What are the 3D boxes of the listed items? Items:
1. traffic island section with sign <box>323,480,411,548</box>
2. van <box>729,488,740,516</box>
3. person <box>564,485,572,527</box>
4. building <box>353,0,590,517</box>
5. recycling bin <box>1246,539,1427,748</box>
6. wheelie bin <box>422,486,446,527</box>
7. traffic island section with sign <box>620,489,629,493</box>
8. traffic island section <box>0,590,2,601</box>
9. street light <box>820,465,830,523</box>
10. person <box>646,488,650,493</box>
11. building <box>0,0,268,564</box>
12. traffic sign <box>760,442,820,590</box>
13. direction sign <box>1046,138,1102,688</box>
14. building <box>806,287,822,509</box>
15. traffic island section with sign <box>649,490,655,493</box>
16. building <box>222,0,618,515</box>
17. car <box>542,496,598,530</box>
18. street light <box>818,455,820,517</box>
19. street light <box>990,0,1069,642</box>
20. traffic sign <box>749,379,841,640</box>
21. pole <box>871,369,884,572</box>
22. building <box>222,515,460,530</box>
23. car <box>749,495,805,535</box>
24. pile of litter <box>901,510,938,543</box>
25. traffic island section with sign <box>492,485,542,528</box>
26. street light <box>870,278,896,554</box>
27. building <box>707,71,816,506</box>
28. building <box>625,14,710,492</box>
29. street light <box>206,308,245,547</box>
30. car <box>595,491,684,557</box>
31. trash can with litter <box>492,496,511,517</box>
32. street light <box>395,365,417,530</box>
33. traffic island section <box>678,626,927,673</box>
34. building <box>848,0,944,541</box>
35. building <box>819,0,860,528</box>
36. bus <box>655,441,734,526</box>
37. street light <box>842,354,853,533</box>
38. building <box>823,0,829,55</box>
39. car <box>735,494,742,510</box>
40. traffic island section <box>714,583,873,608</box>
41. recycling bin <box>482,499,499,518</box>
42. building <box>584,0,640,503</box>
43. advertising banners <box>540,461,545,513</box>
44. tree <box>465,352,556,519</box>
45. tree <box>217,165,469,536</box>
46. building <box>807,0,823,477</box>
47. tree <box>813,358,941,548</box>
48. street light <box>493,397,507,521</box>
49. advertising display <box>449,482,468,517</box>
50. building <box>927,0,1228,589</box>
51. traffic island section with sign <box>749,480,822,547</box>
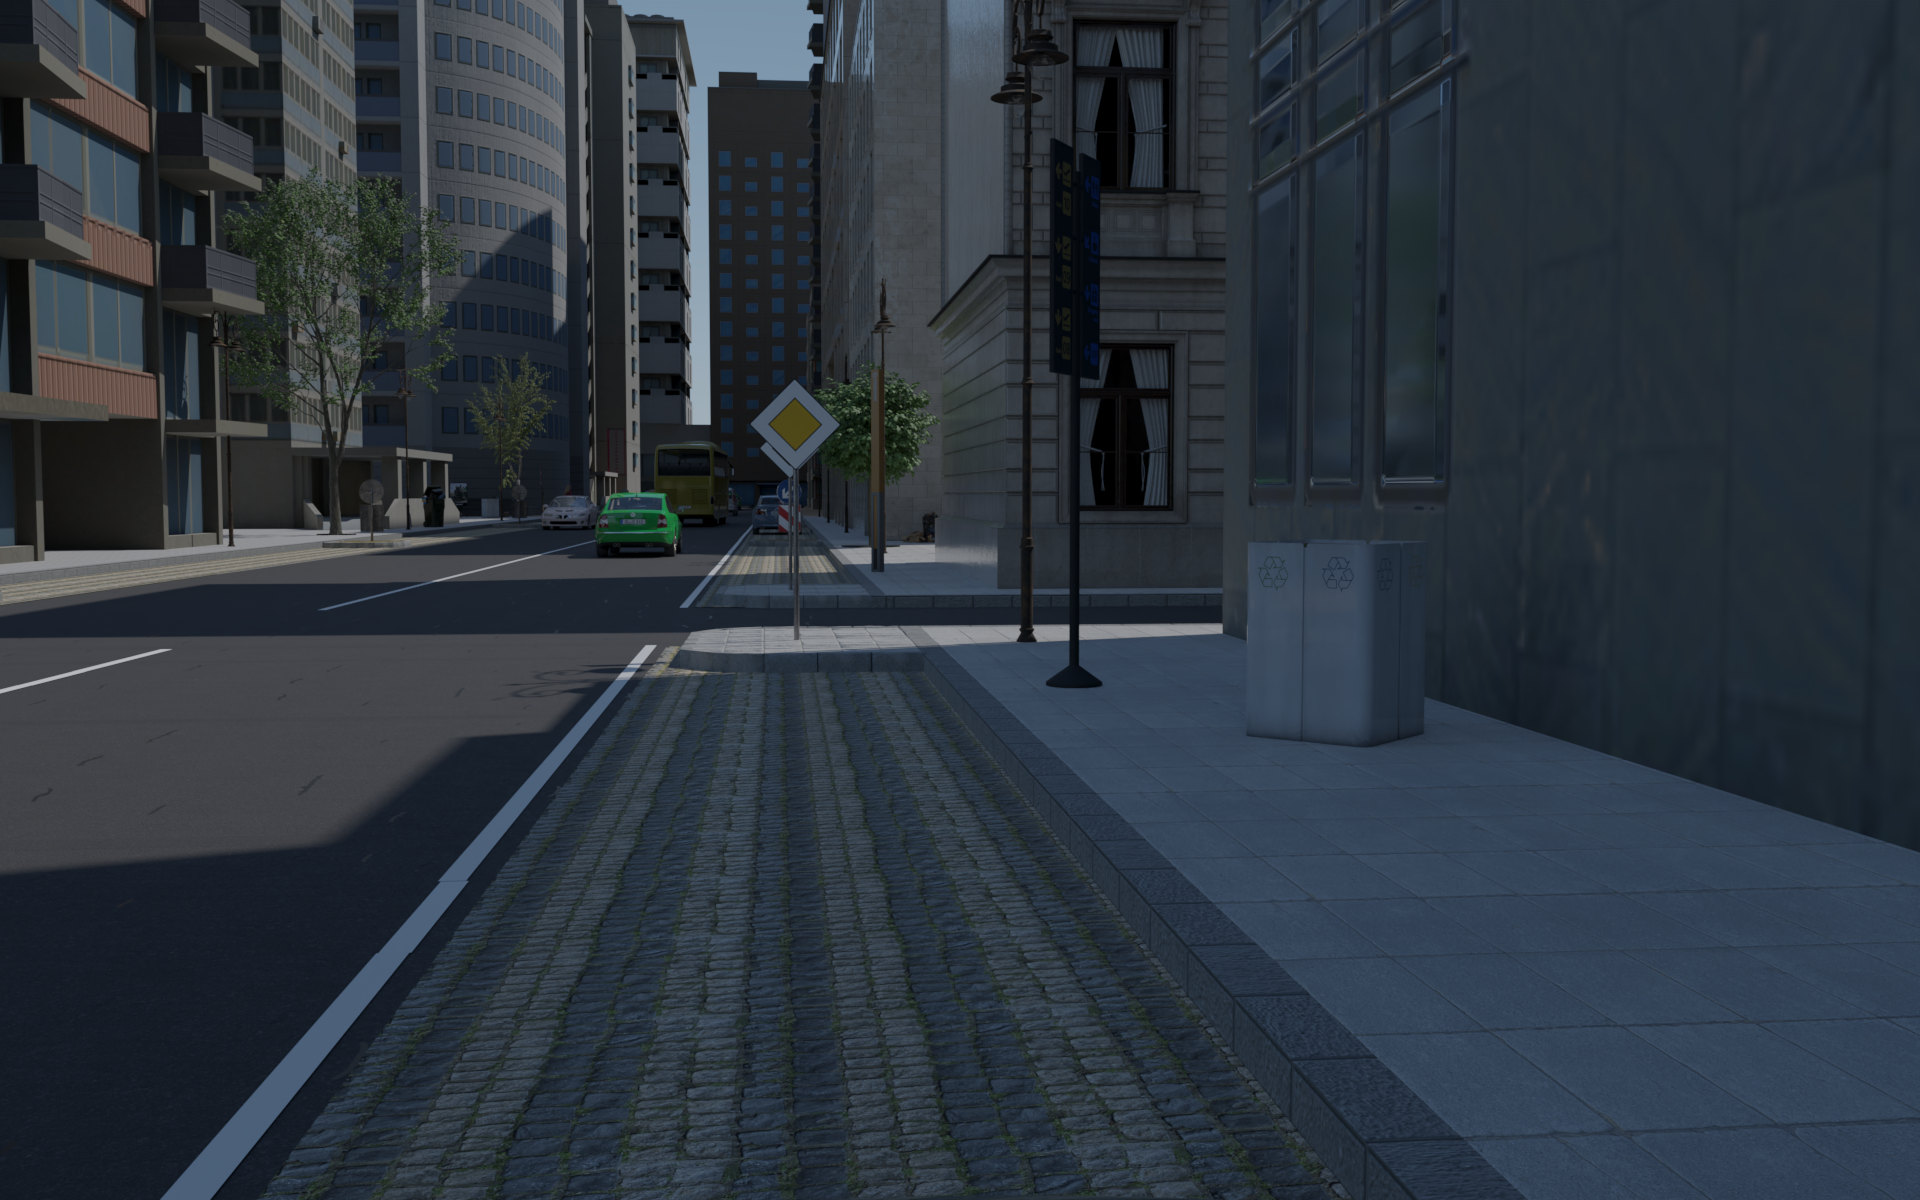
[{"bbox_3d":[-15.864,-2.317,46.511,1.989,1.847,2.006,0,4,-6],"label":"traffic island section with sign"},{"bbox_3d":[-15.533,-6.559,114.257,2.013,2.044,4.112,0,4,-5],"label":"van"},{"bbox_3d":[-17.285,-4.157,76.438,0.573,1.828,0.580,-2,4,-34],"label":"person"},{"bbox_3d":[-35.697,-34.639,108.344,21.231,58.520,28.212,0,4,-6],"label":"building"},{"bbox_3d":[2.003,0.204,9.213,0.722,1.027,0.722,3,5,39],"label":"recycling bin"},{"bbox_3d":[-20.269,-3.605,66.853,0.693,1.594,0.980,2,4,34],"label":"wheelie bin"},{"bbox_3d":[-23.938,-7.046,123.830,1.989,1.847,2.006,0,4,-6],"label":"traffic island section with sign"},{"bbox_3d":[-13.625,0.017,22.007,2.009,0.180,2.903,0,4,-6],"label":"traffic island section"},{"bbox_3d":[-5.862,-6.374,77.009,0.468,5.910,1.993,0,4,-6],"label":"street light"},{"bbox_3d":[-20.790,-6.533,115.189,0.709,1.838,0.599,0,4,-4],"label":"person"},{"bbox_3d":[-27.423,-23.166,33.383,22.147,44.769,28.867,0,4,-6],"label":"building"},{"bbox_3d":[-2.268,-1.190,23.107,0.795,2.450,0.064,0,4,-6],"label":"traffic sign"},{"bbox_3d":[0.765,-1.193,11.507,0.379,3.537,0.876,2,4,24],"label":"direction sign"},{"bbox_3d":[-0.106,-19.293,160.484,27.650,21.520,28.899,0,4,-6],"label":"building"},{"bbox_3d":[-26.735,-8.686,150.640,1.989,1.847,2.006,0,4,-6],"label":"traffic island section with sign"},{"bbox_3d":[-43.782,-27.110,135.123,32.217,40.220,23.993,0,4,-6],"label":"building"},{"bbox_3d":[-15.879,-3.568,70.696,2.083,1.381,4.827,0,4,-5],"label":"car"},{"bbox_3d":[-7.875,-7.591,96.897,0.468,5.910,1.993,0,4,-6],"label":"street light"},{"bbox_3d":[0.580,-2.574,14.876,0.468,5.910,1.993,0,4,-6],"label":"street light"},{"bbox_3d":[-1.439,-0.705,15.165,0.795,2.450,0.064,0,4,-6],"label":"traffic sign"},{"bbox_3d":[-1.355,-2.116,28.443,0.158,3.312,0.155,0,3,0],"label":"pole"},{"bbox_3d":[-37.497,-22.945,67.031,32.217,40.220,23.993,0,4,-6],"label":"building"},{"bbox_3d":[-6.559,-3.060,62.028,2.014,1.417,4.499,0,4,-6],"label":"car"},{"bbox_3d":[-1.040,-1.966,46.116,1.176,0.858,1.719,1,4,19],"label":"pile of litter"},{"bbox_3d":[-18.656,-3.957,73.322,1.989,1.847,2.006,0,4,-6],"label":"traffic island section with sign"},{"bbox_3d":[-1.652,-3.943,37.251,0.468,5.910,1.993,0,4,-6],"label":"street light"},{"bbox_3d":[-19.755,-32.884,187.768,14.200,45.320,14.600,0,4,-6],"label":"building"},{"bbox_3d":[-41.320,-36.872,192.091,27.495,52.752,28.713,0,4,-6],"label":"building"},{"bbox_3d":[-17.790,-4.240,42.107,0.468,5.910,1.993,0,4,-6],"label":"street light"},{"bbox_3d":[-7.528,-1.960,40.835,1.959,1.807,4.718,0,4,-6],"label":"car"},{"bbox_3d":[-25.471,-5.174,95.989,1.055,1.170,0.624,-3,5,-41],"label":"trash can with litter"},{"bbox_3d":[-19.835,-5.462,62.093,0.468,5.910,1.993,0,4,-6],"label":"street light"},{"bbox_3d":[-1.416,0.430,15.244,2.009,0.180,2.903,0,4,-6],"label":"traffic island section"},{"bbox_3d":[1.980,-12.277,55.477,10.420,20.320,16.860,0,4,-6],"label":"building"},{"bbox_3d":[3.495,-16.946,81.585,19.350,26.468,34.151,0,4,-6],"label":"building"},{"bbox_3d":[-12.224,-5.414,80.061,2.896,3.916,12.252,0,4,-4],"label":"bus"},{"bbox_3d":[-3.754,-5.159,57.130,0.468,5.910,1.993,0,4,-6],"label":"street light"},{"bbox_3d":[-1.465,-28.068,109.021,14.600,45.320,14.200,0,4,-6],"label":"building"},{"bbox_3d":[-20.382,-8.892,154.184,1.959,1.807,4.718,0,4,-5],"label":"car"},{"bbox_3d":[-2.245,-0.055,23.186,2.009,0.180,2.903,0,4,-6],"label":"traffic island section"},{"bbox_3d":[-25.136,-4.903,92.716,0.722,1.027,0.722,-3,4,-36],"label":"recycling bin"},{"bbox_3d":[-41.196,-32.776,159.586,21.600,48.544,21.300,0,4,-6],"label":"building"},{"bbox_3d":[-22.638,-5.973,93.849,0.090,3.025,2.074,-1,4,-10],"label":"advertising banners"},{"bbox_3d":[-22.933,-8.468,88.809,4.737,8.622,4.395,0,3,0],"label":"tree"},{"bbox_3d":[-19.439,-7.838,53.914,9.928,11.665,9.643,0,3,0],"label":"tree"},{"bbox_3d":[-0.285,-29.122,130.771,22.147,44.769,28.867,0,4,-6],"label":"building"},{"bbox_3d":[-2.095,-3.567,42.034,4.285,4.588,4.351,0,3,0],"label":"tree"},{"bbox_3d":[-21.967,-6.731,82.831,0.468,5.910,1.993,0,4,-6],"label":"street light"},{"bbox_3d":[-27.752,-5.545,95.879,0.974,1.923,0.123,-1,4,-18],"label":"advertising display"},{"bbox_3d":[9.036,-10.016,28.390,19.286,19.102,10.561,0,4,-6],"label":"building"},{"bbox_3d":[-4.810,-2.389,47.683,1.989,1.847,2.006,0,4,-6],"label":"traffic island section with sign"}]
